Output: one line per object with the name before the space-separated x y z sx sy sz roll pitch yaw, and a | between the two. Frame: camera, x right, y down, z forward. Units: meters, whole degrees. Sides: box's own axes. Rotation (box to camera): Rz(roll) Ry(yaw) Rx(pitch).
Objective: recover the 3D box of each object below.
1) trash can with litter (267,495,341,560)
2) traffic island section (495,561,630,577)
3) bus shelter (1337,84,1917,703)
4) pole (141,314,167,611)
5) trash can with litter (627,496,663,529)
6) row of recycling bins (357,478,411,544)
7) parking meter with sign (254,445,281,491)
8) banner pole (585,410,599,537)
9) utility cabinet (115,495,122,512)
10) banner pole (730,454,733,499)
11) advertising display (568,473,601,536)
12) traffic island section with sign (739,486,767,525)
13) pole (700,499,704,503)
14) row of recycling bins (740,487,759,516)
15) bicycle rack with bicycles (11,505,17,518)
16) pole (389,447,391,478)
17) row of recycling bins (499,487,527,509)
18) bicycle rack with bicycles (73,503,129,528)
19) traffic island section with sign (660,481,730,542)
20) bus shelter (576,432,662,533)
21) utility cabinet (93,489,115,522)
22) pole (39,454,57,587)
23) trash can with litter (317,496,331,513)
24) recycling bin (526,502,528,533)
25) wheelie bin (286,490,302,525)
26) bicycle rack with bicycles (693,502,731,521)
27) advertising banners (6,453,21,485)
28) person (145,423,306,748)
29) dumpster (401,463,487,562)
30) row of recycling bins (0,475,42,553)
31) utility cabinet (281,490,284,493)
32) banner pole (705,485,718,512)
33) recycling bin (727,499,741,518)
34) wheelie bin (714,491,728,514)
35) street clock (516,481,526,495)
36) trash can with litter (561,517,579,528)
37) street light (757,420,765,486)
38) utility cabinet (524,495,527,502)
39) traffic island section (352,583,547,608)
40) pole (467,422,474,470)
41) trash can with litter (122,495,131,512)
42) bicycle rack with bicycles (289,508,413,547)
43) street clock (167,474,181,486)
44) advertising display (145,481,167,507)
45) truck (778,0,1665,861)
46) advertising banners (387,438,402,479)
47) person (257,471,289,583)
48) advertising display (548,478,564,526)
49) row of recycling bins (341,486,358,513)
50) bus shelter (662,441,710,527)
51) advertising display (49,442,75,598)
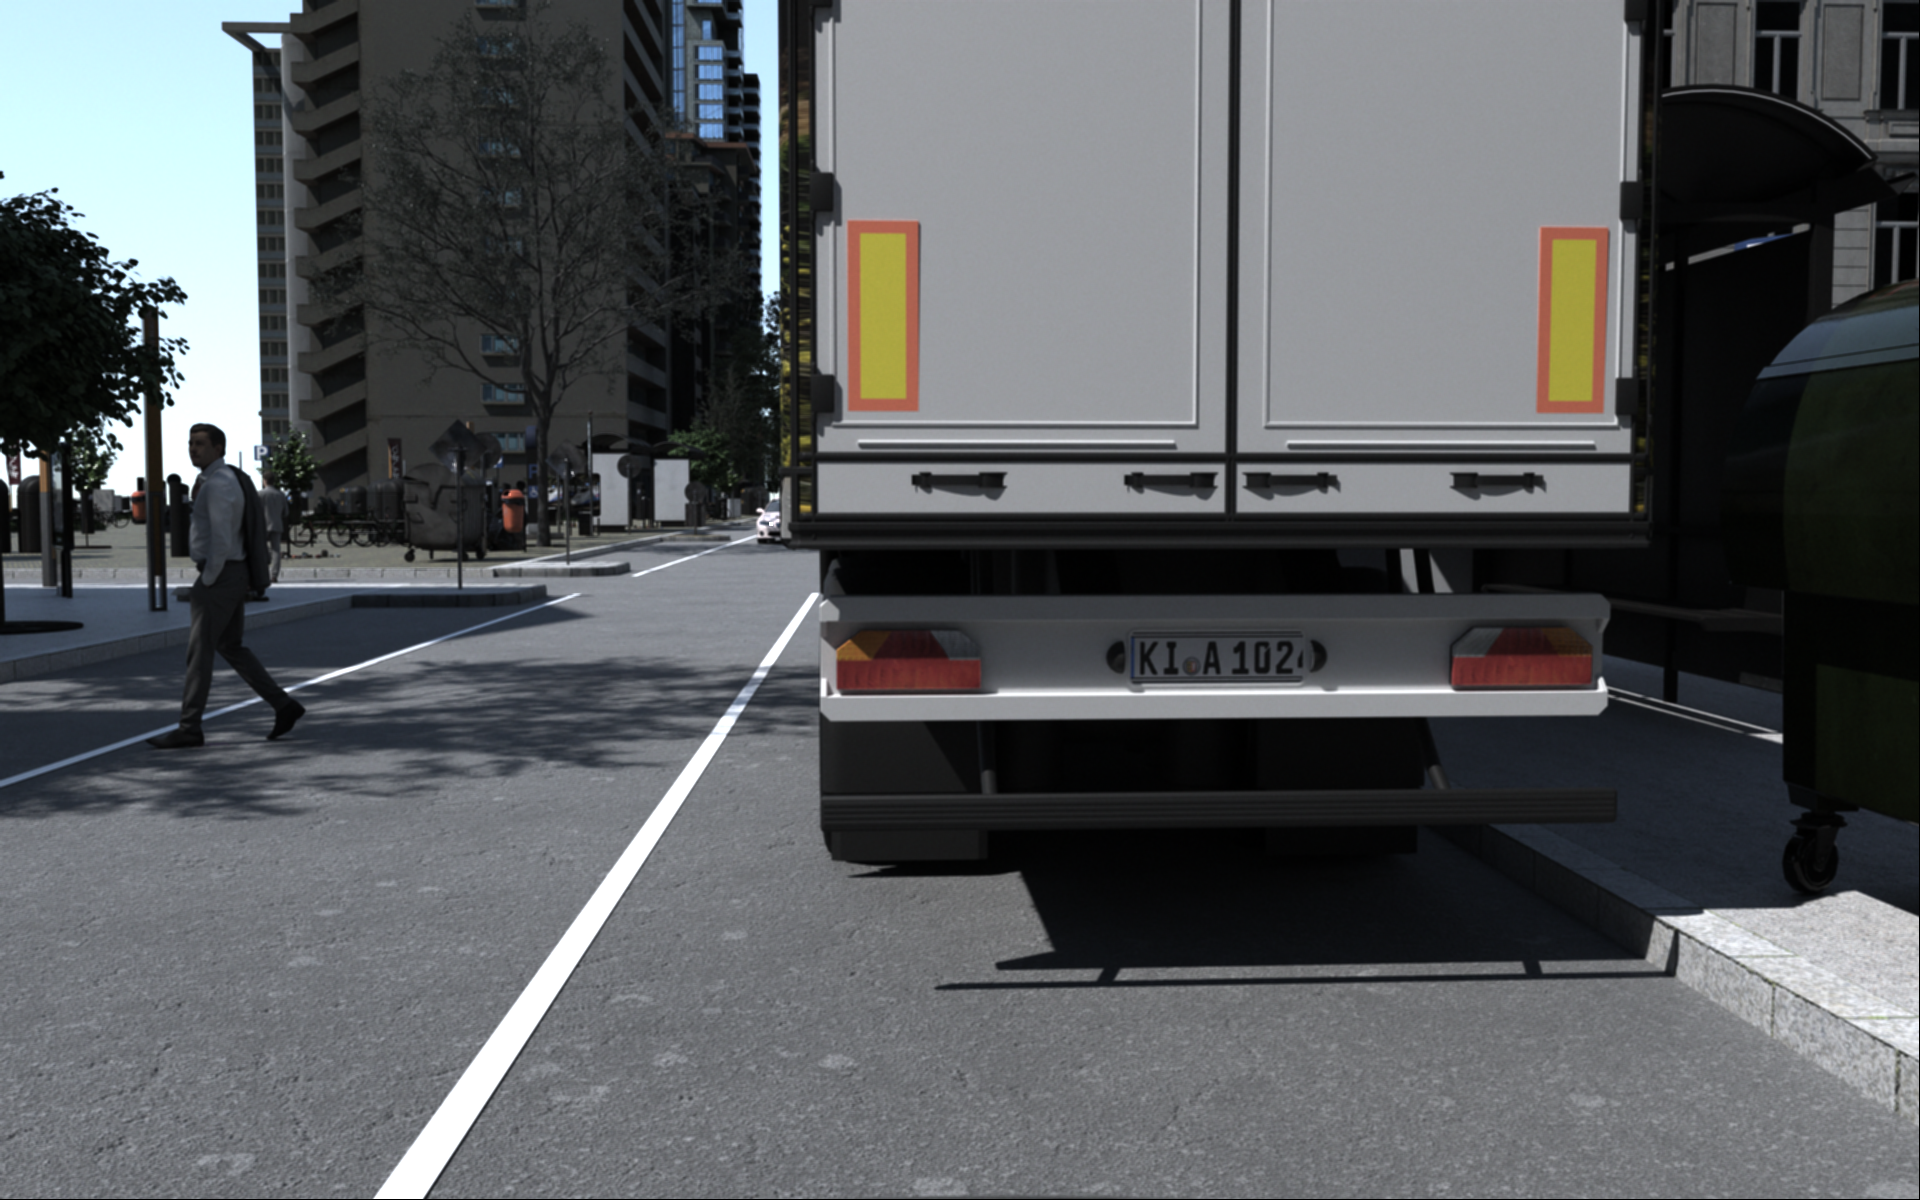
trash can with litter | -13.270 -1.446 34.693 1.678 1.210 2.233 2 4 35
traffic island section | -7.107 -0.553 31.324 2.009 0.180 2.903 0 4 -2
bus shelter | 3.603 -1.066 11.349 2.014 3.302 5.546 0 4 -2
pole | -8.830 -1.537 18.967 0.158 3.312 0.155 0 3 0
trash can with litter | -11.868 -3.254 64.253 1.678 1.210 2.233 1 4 12
row of recycling bins | -15.132 -2.381 46.042 1.069 1.692 3.534 -2 4 -27
parking meter with sign | -24.920 -4.069 62.792 0.543 3.016 1.738 0 4 1
banner pole | -11.122 -3.797 52.104 0.401 3.779 0.863 -1 4 -19
utility cabinet | -45.535 -5.000 92.914 1.020 1.237 0.306 -2 4 -28
banner pole | -14.081 -7.109 106.253 0.401 3.779 0.863 -2 4 -28
advertising display | -11.594 -2.952 53.474 0.974 1.923 0.123 -1 4 -12
traffic island section with sign | -9.300 -4.435 81.136 1.989 1.847 2.006 0 4 -2
pole | -13.959 -6.108 93.716 0.158 3.312 0.155 0 3 0
row of recycling bins | -12.679 -5.980 104.879 1.069 1.692 3.534 -1 4 -12
bicycle rack with bicycles | -42.908 -4.177 81.672 2.925 0.926 2.852 3 4 37
pole | -22.872 -4.644 69.774 0.158 3.312 0.155 0 3 0
row of recycling bins | -26.236 -5.701 100.322 3.534 1.692 1.069 -3 5 -42
bicycle rack with bicycles | -33.163 -3.211 65.886 2.925 0.926 2.852 -1 4 -10
traffic island section with sign | -8.073 -2.715 53.011 1.989 1.847 2.006 0 4 -2
bus shelter | -11.706 -4.013 59.536 2.014 3.302 5.546 0 4 -3
utility cabinet | -39.577 -4.347 79.745 1.173 1.500 0.318 -1 4 -8
pole | -12.574 -1.837 23.872 0.158 3.312 0.155 0 3 0
trash can with litter | -29.196 -4.205 80.136 1.055 1.170 0.624 1 4 15
recycling bin | -14.184 -2.671 56.225 0.722 1.027 0.722 0 4 6
wheelie bin | -27.433 -3.873 71.227 0.693 1.594 0.980 -2 4 -29
bicycle rack with bicycles | -12.386 -4.228 82.508 2.925 0.926 2.852 0 4 -3
advertising banners | -26.981 -3.333 50.681 2.074 3.025 0.090 0 4 5
person | -4.219 -0.081 9.918 0.850 1.850 0.679 -1 4 -22
dumpster | -9.907 -1.683 33.272 1.264 1.857 1.865 0 4 -3
row of recycling bins | -21.482 -1.863 37.573 3.534 1.692 1.069 -1 4 -12
utility cabinet | -38.832 -5.543 99.311 1.173 1.500 0.318 2 4 24
banner pole | -12.778 -6.086 89.519 0.863 3.779 0.401 0 4 7
recycling bin | -12.295 -4.969 93.803 0.722 1.027 0.722 -2 4 -24
wheelie bin | -13.992 -5.731 101.609 0.980 1.594 0.693 1 4 16
street clock | -23.882 -5.486 94.272 0.471 2.002 0.358 2 4 28
trash can with litter | -16.247 -3.788 72.986 2.233 1.210 1.678 -3 4 -38
street light | -12.457 -8.282 108.192 0.468 5.910 1.993 0 4 -2
utility cabinet | -23.447 -5.138 95.175 1.020 1.237 0.306 -1 4 -9
traffic island section | -6.758 -0.065 23.346 2.009 0.180 2.903 0 4 -2
pole | -13.855 -3.379 49.093 0.158 3.312 0.155 0 3 0
trash can with litter | -47.858 -5.456 100.262 1.678 1.210 2.233 2 4 27
bicycle rack with bicycles | -14.593 -1.788 42.615 2.925 0.926 2.852 1 4 12
street clock | -27.728 -3.460 61.144 0.471 2.002 0.358 -2 4 -26
advertising display | -38.557 -4.759 83.017 0.974 1.923 0.123 -3 5 -41
truck | 0.394 -1.305 10.247 2.839 4.237 11.283 0 4 -3
advertising banners | -17.287 -3.594 54.952 0.090 3.025 2.074 2 4 34
person | -11.236 -1.184 28.058 0.583 1.804 0.606 3 4 36
advertising display | -16.486 -3.961 69.984 0.974 1.923 0.123 1 4 9
row of recycling bins | -29.703 -4.946 87.978 1.069 1.692 3.534 1 4 19
bus shelter | -11.282 -4.612 69.334 2.014 3.302 5.546 0 4 -2
advertising display | -11.236 -1.007 21.677 0.123 1.923 0.974 -2 4 -35
